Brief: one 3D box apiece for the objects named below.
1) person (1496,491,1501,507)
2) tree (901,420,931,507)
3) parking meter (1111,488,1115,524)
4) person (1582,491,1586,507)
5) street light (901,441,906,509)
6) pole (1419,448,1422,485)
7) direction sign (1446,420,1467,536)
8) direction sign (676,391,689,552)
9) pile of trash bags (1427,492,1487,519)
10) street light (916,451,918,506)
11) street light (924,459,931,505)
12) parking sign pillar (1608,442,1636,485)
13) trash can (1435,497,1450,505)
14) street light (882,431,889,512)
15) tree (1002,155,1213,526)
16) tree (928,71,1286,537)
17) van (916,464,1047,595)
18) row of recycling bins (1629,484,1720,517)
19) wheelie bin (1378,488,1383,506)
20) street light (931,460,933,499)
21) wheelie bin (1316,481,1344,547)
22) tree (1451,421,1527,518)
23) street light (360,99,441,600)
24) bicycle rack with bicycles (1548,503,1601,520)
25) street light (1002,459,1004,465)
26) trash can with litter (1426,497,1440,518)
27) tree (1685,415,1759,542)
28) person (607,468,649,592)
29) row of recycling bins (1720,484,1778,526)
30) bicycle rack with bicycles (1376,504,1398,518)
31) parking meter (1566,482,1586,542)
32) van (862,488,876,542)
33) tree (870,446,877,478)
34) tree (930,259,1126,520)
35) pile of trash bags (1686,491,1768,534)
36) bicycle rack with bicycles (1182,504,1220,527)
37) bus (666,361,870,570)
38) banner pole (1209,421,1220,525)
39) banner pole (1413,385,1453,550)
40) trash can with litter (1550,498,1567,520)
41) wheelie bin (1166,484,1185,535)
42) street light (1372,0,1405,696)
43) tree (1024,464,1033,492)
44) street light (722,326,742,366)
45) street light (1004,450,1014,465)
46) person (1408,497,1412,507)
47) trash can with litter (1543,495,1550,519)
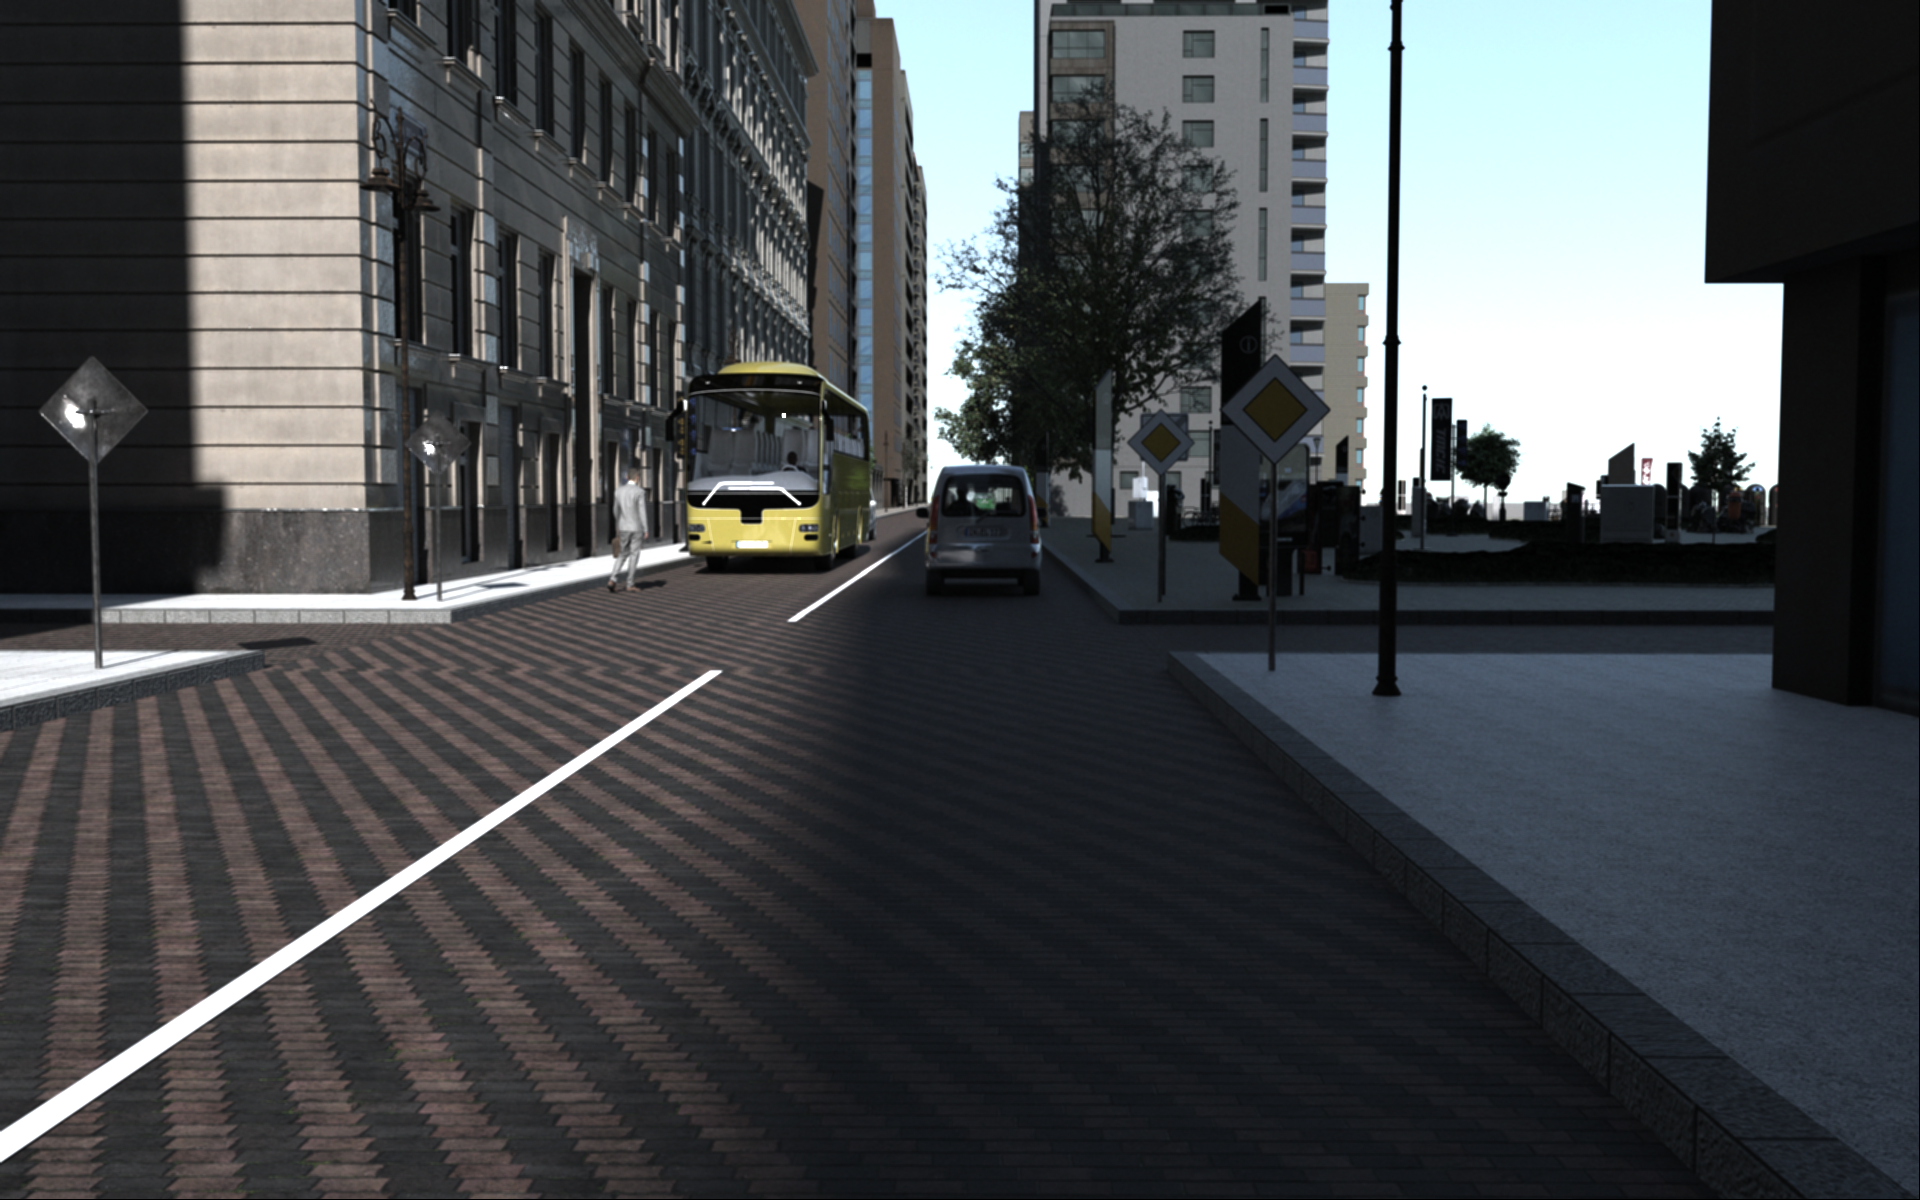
[{"bbox_3d":[54.118,-10.081,174.037,1.217,1.735,0.721,3,5,40],"label":"person"},{"bbox_3d":[-5.165,-13.604,172.782,4.360,8.622,3.978,0,3,0],"label":"tree"},{"bbox_3d":[6.369,-3.968,73.291,0.372,1.533,0.369,0,3,0],"label":"parking meter"},{"bbox_3d":[63.517,-10.235,176.505,0.621,1.740,0.551,0,4,-2],"label":"person"},{"bbox_3d":[-4.927,-10.940,151.652,0.468,5.910,1.993,0,4,1],"label":"street light"},{"bbox_3d":[20.580,-5.102,77.257,0.158,3.312,0.155,0,3,0],"label":"pole"},{"bbox_3d":[14.984,-3.709,52.640,0.876,3.537,0.379,-1,4,-12],"label":"direction sign"},{"bbox_3d":[-6.076,-2.843,38.476,0.379,3.537,0.876,1,4,19],"label":"direction sign"},{"bbox_3d":[23.112,-4.403,81.749,3.447,1.369,1.912,-2,4,-26],"label":"pile of trash bags"},{"bbox_3d":[-4.508,-12.716,180.695,0.468,5.910,1.993,0,4,1],"label":"street light"},{"bbox_3d":[-4.097,-14.390,208.064,0.468,5.910,1.993,0,4,1],"label":"street light"},{"bbox_3d":[34.638,-6.251,90.684,1.447,3.967,1.447,3,4,37],"label":"parking sign pillar"},{"bbox_3d":[23.467,-4.438,84.208,0.748,1.137,0.748,0,3,0],"label":"trash can"},{"bbox_3d":[-5.298,-9.269,124.336,0.468,5.910,1.993,0,4,1],"label":"street light"},{"bbox_3d":[3.402,-5.408,38.777,4.737,8.622,4.395,0,3,0],"label":"tree"},{"bbox_3d":[4.243,-8.627,51.418,12.009,13.543,11.850,0,3,0],"label":"tree"},{"bbox_3d":[0.330,-1.163,26.023,2.013,2.044,4.112,0,3,0],"label":"van"},{"bbox_3d":[28.306,-3.803,69.291,3.534,1.692,1.069,0,4,-1],"label":"row of recycling bins"},{"bbox_3d":[23.469,-5.337,95.161,0.980,1.594,0.693,-1,4,-21],"label":"wheelie bin"},{"bbox_3d":[-3.861,-16.069,235.520,0.468,5.910,1.993,0,4,1],"label":"street light"},{"bbox_3d":[8.942,-2.071,41.773,0.980,1.594,0.693,1,4,12],"label":"wheelie bin"},{"bbox_3d":[23.578,-5.725,77.315,4.285,4.588,4.351,0,3,0],"label":"tree"},{"bbox_3d":[-6.679,-2.938,20.830,0.468,5.910,1.993,0,4,1],"label":"street light"},{"bbox_3d":[25.749,-3.609,72.388,2.925,0.926,2.852,-3,5,-40],"label":"bicycle rack with bicycles"},{"bbox_3d":[5.149,-13.918,200.349,0.468,5.910,1.993,0,4,1],"label":"street light"},{"bbox_3d":[19.139,-3.538,69.241,1.055,1.170,0.624,1,4,16],"label":"trash can with litter"},{"bbox_3d":[18.564,-2.914,42.245,1.663,3.219,1.824,0,3,0],"label":"tree"},{"bbox_3d":[-4.820,-1.023,25.348,0.709,1.813,0.853,1,4,22],"label":"person"},{"bbox_3d":[32.745,-3.866,70.320,3.534,1.692,1.069,1,4,14],"label":"row of recycling bins"},{"bbox_3d":[14.983,-3.170,65.208,2.925,0.926,2.852,-2,4,-26],"label":"bicycle rack with bicycles"},{"bbox_3d":[12.995,-1.722,36.567,0.372,1.533,0.369,0,3,0],"label":"parking meter"},{"bbox_3d":[-3.521,-2.814,53.028,2.013,2.044,4.112,0,4,2],"label":"van"},{"bbox_3d":[-6.048,-6.700,93.261,4.285,4.588,4.351,0,3,0],"label":"tree"},{"bbox_3d":[3.696,-10.223,84.158,9.611,12.733,9.660,0,3,0],"label":"tree"},{"bbox_3d":[25.157,-2.886,56.936,1.912,1.369,3.447,1,4,12],"label":"pile of trash bags"},{"bbox_3d":[9.647,-3.116,64.326,2.925,0.926,2.852,2,4,25],"label":"bicycle rack with bicycles"},{"bbox_3d":[-3.522,-2.708,35.818,2.896,3.916,12.252,0,4,1],"label":"bus"},{"bbox_3d":[8.646,-4.208,58.824,0.401,3.779,0.863,-2,4,-31],"label":"banner pole"},{"bbox_3d":[10.871,-3.042,39.750,0.863,3.779,0.401,2,4,26],"label":"banner pole"},{"bbox_3d":[28.694,-4.358,82.633,1.055,1.170,0.624,3,5,43],"label":"trash can with litter"},{"bbox_3d":[6.631,-2.835,54.255,0.693,1.594,0.980,2,4,29],"label":"wheelie bin"},{"bbox_3d":[2.728,-2.331,10.899,0.468,5.910,1.993,0,4,1],"label":"street light"},{"bbox_3d":[3.985,-6.930,107.900,1.663,3.219,1.824,0,3,0],"label":"tree"},{"bbox_3d":[-6.213,-4.587,47.784,0.468,5.910,1.993,0,4,1],"label":"street light"},{"bbox_3d":[4.834,-12.173,171.816,0.468,5.910,1.993,0,4,1],"label":"street light"},{"bbox_3d":[45.631,-9.952,174.441,0.991,1.433,0.599,0,4,-4],"label":"person"},{"bbox_3d":[30.036,-4.731,88.416,1.678,1.210,2.233,-1,4,-13],"label":"trash can with litter"}]
